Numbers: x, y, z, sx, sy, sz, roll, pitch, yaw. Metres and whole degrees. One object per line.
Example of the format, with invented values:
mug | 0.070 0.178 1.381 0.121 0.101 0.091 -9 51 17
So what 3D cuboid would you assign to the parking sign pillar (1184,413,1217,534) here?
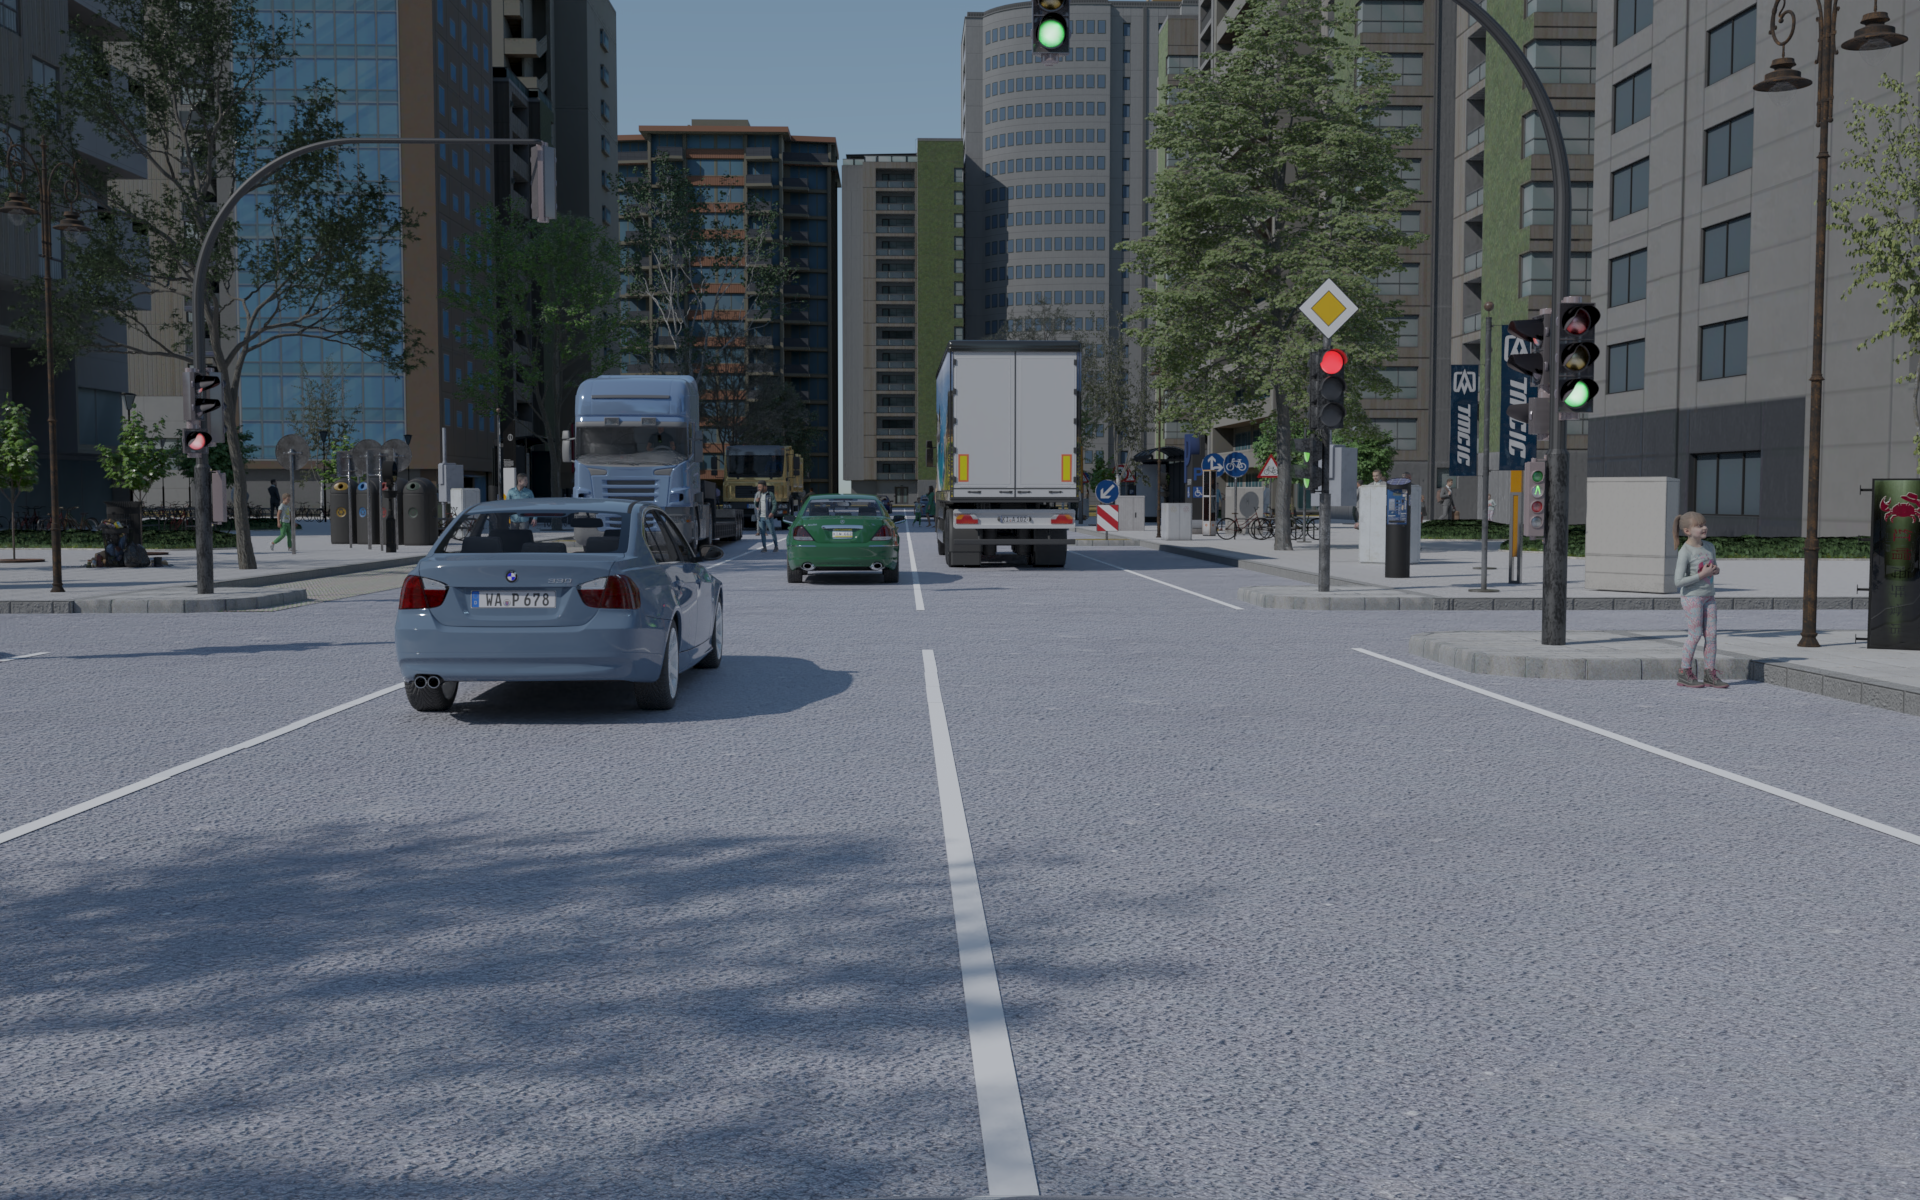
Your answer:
parking sign pillar | 7.557 -4.112 55.704 1.447 3.967 1.447 0 4 -2

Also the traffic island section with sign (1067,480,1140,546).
traffic island section with sign | 3.938 -2.446 48.626 1.989 1.847 2.006 0 4 -2

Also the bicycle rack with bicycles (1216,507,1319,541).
bicycle rack with bicycles | 8.982 -2.166 48.801 2.925 0.926 2.852 2 4 29

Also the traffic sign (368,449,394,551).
traffic sign | -13.035 -2.255 39.002 0.606 2.300 0.079 0 4 6

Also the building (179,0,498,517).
building | -36.345 -27.700 103.004 14.600 45.320 14.200 0 4 -2

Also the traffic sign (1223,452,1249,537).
traffic sign | 8.319 -3.189 52.253 0.768 2.556 0.104 0 4 4

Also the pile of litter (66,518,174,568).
pile of litter | -14.803 -1.012 30.510 1.719 0.858 1.176 1 4 13

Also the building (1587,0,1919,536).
building | 30.943 -37.082 44.547 20.611 71.187 20.563 0 4 -2

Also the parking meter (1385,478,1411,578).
parking meter | 6.709 -1.108 26.525 0.372 1.533 0.369 0 3 0

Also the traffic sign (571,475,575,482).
traffic sign | -17.364 -4.842 79.172 0.884 2.594 0.081 0 4 7

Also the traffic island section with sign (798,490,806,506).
traffic island section with sign | -13.710 -8.704 150.944 1.989 1.847 2.006 0 4 -2

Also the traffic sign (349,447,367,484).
traffic sign | -15.962 -2.808 46.019 0.768 2.556 0.104 0 4 7

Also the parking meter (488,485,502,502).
parking meter | -13.777 -2.626 51.346 0.372 1.533 0.369 0 3 0

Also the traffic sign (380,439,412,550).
traffic sign | -12.999 -2.433 39.880 0.768 2.556 0.104 0 4 2

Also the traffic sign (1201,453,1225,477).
traffic sign | 7.897 -3.296 53.990 0.768 2.556 0.104 0 3 0

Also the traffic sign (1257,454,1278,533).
traffic sign | 10.104 -3.446 56.339 0.884 2.594 0.081 0 4 4

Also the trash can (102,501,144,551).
trash can | -16.658 -1.398 34.517 0.748 1.137 0.748 0 3 0

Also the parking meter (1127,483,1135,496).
parking meter | 8.928 -5.173 90.282 0.399 1.863 0.255 0 4 7

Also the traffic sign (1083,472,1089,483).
traffic sign | 5.629 -4.979 81.416 0.884 2.594 0.081 0 4 -2

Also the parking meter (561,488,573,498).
parking meter | -17.260 -4.117 75.729 0.372 1.533 0.369 0 3 0

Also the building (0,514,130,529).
building | -45.539 -28.635 57.417 28.713 52.752 27.495 0 4 -2

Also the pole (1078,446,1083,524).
pole | 5.164 -4.900 73.959 0.158 3.312 0.155 0 3 0

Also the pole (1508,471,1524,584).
pole | 7.951 -1.888 24.705 0.158 3.312 0.155 0 3 0

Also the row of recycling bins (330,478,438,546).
row of recycling bins | -14.623 -2.254 43.967 3.534 1.692 1.069 2 4 30

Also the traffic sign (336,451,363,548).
traffic sign | -14.455 -2.380 41.041 0.606 2.300 0.079 0 4 -1

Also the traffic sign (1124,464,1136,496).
traffic sign | 7.234 -4.608 75.345 0.884 2.594 0.081 0 4 3

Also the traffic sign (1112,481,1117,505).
traffic sign | 8.493 -5.897 96.517 0.768 2.556 0.104 0 4 2

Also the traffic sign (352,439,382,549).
traffic sign | -13.669 -2.443 40.042 0.768 2.556 0.104 0 4 -1

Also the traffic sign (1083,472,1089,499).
traffic sign | 6.911 -5.940 97.220 0.768 2.556 0.104 0 4 5

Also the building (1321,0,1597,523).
building | 26.163 -24.923 91.091 14.154 41.232 14.086 0 4 -2

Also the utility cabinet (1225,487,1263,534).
utility cabinet | 9.008 -2.825 54.870 1.173 1.500 0.318 1 4 11

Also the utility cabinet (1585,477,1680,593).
utility cabinet | 8.783 -0.854 22.640 0.318 1.500 1.173 -2 4 -34

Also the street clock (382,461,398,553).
street clock | -12.481 -2.041 37.948 0.358 2.002 0.471 0 4 -5

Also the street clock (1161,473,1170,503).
street clock | 7.015 -3.348 59.309 0.358 2.002 0.471 2 4 28

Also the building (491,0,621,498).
building | -41.372 -32.045 147.633 21.600 48.544 21.300 0 4 -2

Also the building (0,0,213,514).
building | -65.791 -33.886 143.279 27.495 52.752 28.713 0 4 -2

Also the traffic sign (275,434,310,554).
traffic sign | -14.175 -2.243 36.781 0.768 2.556 0.104 0 4 6

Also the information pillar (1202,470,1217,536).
information pillar | 7.604 -2.953 52.778 0.304 2.012 0.304 -3 5 -43

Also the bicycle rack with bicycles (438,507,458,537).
bicycle rack with bicycles | -14.377 -2.111 47.894 2.925 0.926 2.852 -1 4 -16

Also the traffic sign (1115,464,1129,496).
traffic sign | 6.888 -4.545 74.421 0.768 2.556 0.104 0 4 -2

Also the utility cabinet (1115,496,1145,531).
utility cabinet | 5.927 -3.011 60.392 1.020 1.237 0.306 0 4 4

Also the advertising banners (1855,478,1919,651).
advertising banners | 8.359 -1.079 13.826 2.074 3.025 0.090 2 4 28

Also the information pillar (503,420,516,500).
information pillar | -14.207 -3.875 54.705 0.504 3.616 0.183 2 4 32
